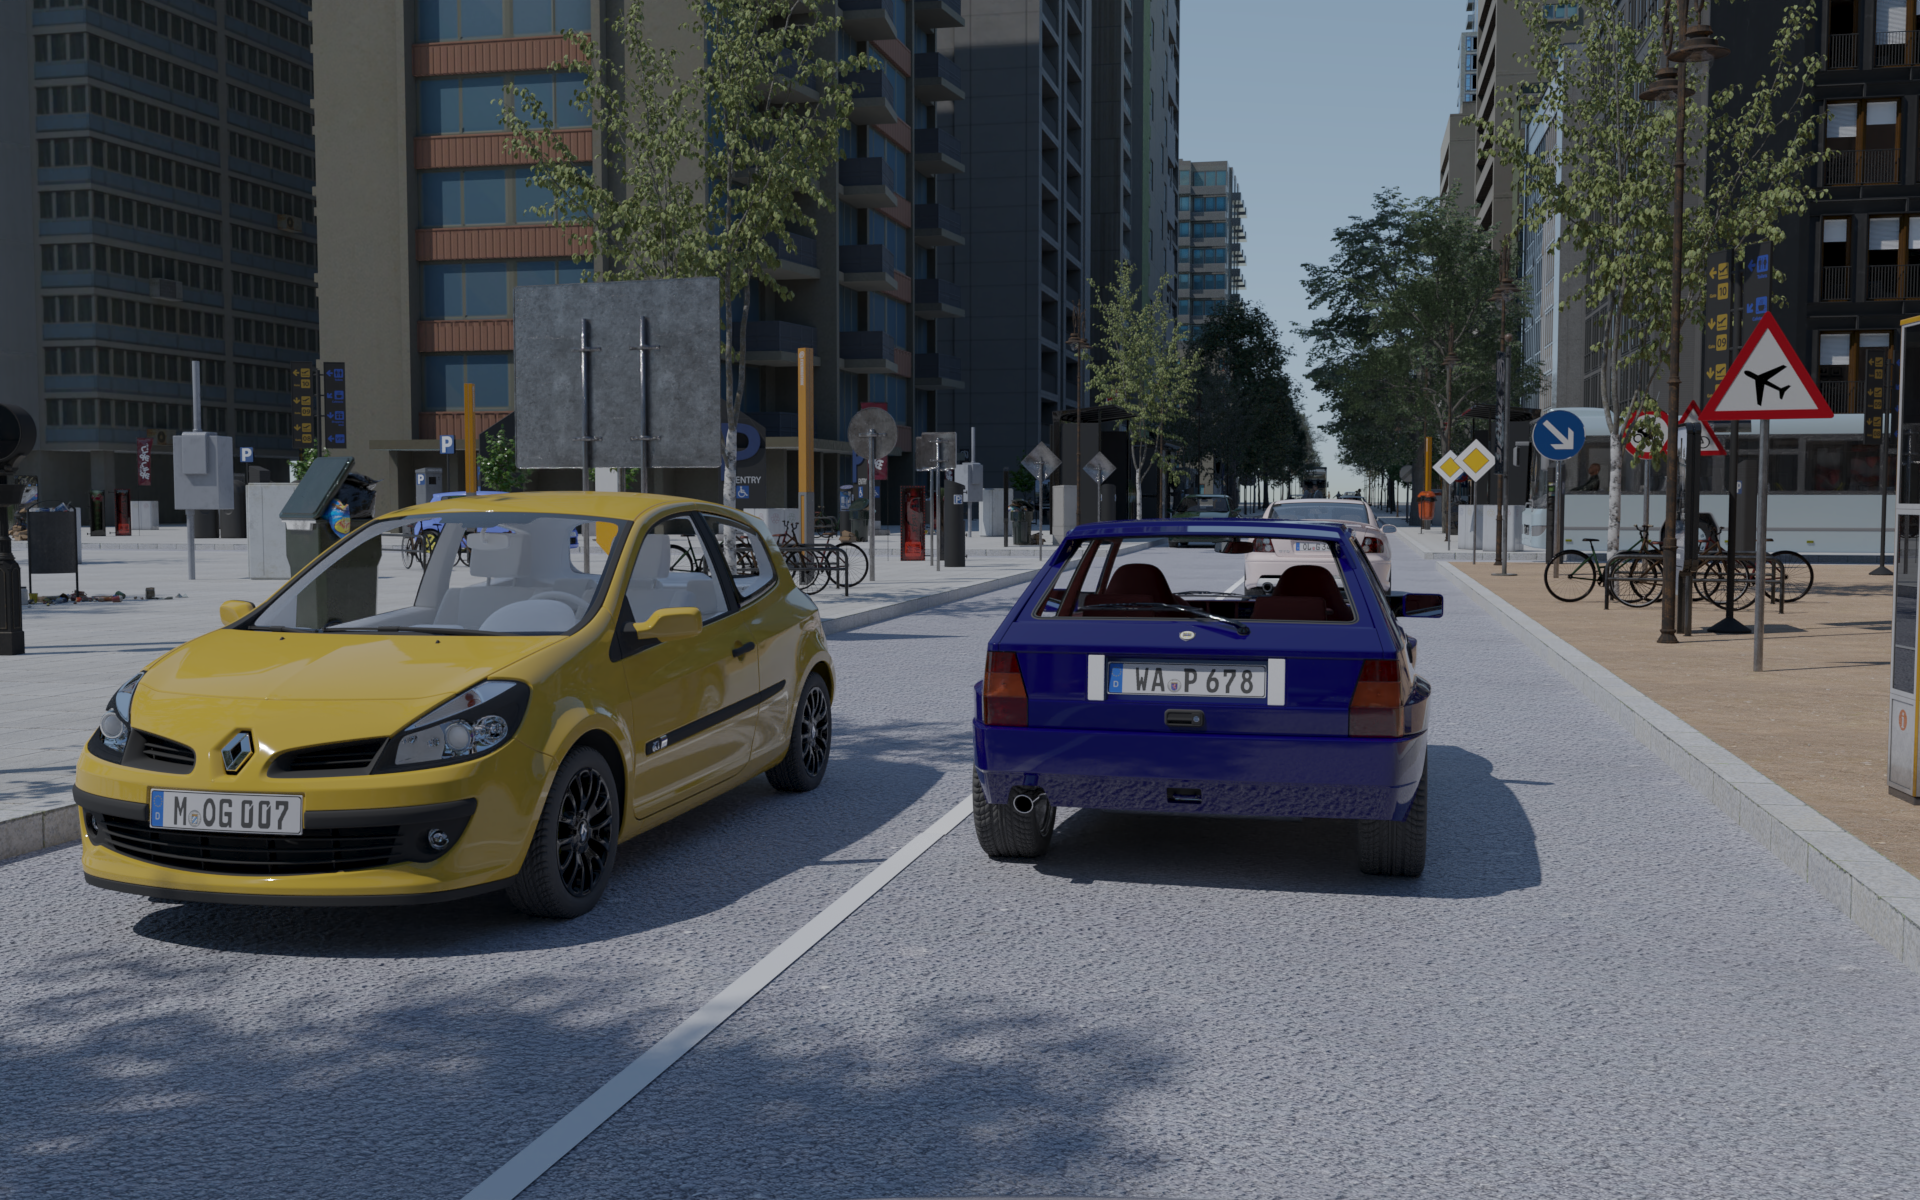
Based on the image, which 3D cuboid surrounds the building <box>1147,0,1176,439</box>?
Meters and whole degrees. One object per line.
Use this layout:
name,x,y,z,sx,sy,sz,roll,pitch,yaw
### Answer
building,3.623,-34.050,145.948,28.713,52.752,27.495,1,4,13

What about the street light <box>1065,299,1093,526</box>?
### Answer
street light,2.833,-4.189,41.276,0.468,5.910,1.993,1,4,13

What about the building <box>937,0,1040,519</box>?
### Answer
building,-1.592,-40.331,97.661,20.563,71.187,20.611,1,4,13

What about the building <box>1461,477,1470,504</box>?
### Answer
building,64.101,-28.717,161.402,32.217,40.220,23.993,1,4,13

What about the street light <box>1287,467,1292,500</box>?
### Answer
street light,34.263,-12.754,181.317,0.468,5.910,1.993,1,4,13

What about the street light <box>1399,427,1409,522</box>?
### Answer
street light,20.548,-6.522,79.421,0.468,5.910,1.993,1,4,13

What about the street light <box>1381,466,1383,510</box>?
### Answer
street light,29.721,-9.023,120.314,0.468,5.910,1.993,1,4,13

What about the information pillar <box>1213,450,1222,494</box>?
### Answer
information pillar,13.688,-6.171,92.248,0.504,3.616,0.183,-2,4,-24

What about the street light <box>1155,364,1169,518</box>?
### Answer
street light,6.790,-5.232,58.336,0.468,5.910,1.993,1,4,13

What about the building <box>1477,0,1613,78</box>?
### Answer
building,53.434,-31.591,140.210,21.300,48.544,21.600,1,4,13

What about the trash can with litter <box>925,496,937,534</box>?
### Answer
trash can with litter,-0.768,-2.755,56.109,1.678,1.210,2.233,2,4,31

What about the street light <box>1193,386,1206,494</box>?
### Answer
street light,10.293,-6.226,74.575,0.468,5.910,1.993,1,4,13

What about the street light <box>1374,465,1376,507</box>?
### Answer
street light,37.107,-11.053,153.504,0.468,5.910,1.993,1,4,13

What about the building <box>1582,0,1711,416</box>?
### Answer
building,36.818,-17.372,77.541,14.314,27.812,24.014,1,4,13

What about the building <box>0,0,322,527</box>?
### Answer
building,-43.354,-23.439,75.103,23.993,40.220,32.217,1,4,13

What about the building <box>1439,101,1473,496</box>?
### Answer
building,69.125,-35.778,208.675,21.300,48.544,21.600,1,4,13

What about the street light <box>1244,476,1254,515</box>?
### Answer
street light,17.746,-8.229,107.337,0.468,5.910,1.993,1,4,13

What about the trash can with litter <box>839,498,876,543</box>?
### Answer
trash can with litter,-2.741,-2.114,45.950,0.624,1.170,1.055,2,4,29

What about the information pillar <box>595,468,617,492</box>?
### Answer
information pillar,-5.151,-2.088,25.491,0.504,3.616,0.183,2,4,29

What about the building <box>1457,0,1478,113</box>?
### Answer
building,75.896,-56.291,233.036,22.319,86.520,31.000,1,4,13

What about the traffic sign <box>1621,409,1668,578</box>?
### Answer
traffic sign,10.100,-1.551,25.469,0.768,2.556,0.104,1,4,18

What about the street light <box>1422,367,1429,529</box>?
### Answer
street light,16.935,-5.521,63.052,0.468,5.910,1.993,1,4,13

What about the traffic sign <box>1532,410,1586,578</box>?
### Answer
traffic sign,9.085,-1.603,26.320,0.768,2.556,0.104,1,4,22

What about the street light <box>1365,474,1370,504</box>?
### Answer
street light,48.064,-14.068,202.798,0.468,5.910,1.993,1,4,13

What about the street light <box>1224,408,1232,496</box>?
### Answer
street light,14.087,-7.238,91.132,0.468,5.910,1.993,1,4,13

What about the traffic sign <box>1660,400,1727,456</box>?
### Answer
traffic sign,10.134,-1.469,24.017,0.884,2.594,0.081,1,4,21

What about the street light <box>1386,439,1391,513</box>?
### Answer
street light,27.949,-8.520,112.085,0.468,5.910,1.993,1,4,13

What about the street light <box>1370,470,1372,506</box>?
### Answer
street light,40.707,-12.048,169.778,0.468,5.910,1.993,1,4,13

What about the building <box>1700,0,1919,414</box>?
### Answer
building,30.534,-13.375,48.359,15.834,23.373,12.332,1,4,13

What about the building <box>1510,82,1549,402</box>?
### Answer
building,46.476,-21.531,123.730,14.160,30.474,14.107,1,4,13

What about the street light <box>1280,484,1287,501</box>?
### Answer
street light,30.565,-11.750,164.897,0.468,5.910,1.993,1,4,13

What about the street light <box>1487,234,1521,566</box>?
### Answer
street light,9.684,-3.558,30.963,0.468,5.910,1.993,1,4,13

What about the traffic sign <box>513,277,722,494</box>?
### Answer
traffic sign,-3.317,-1.392,16.628,2.265,3.308,0.079,1,4,20

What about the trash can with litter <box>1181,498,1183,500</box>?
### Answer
trash can with litter,10.696,-4.521,85.306,0.624,1.170,1.055,3,5,39

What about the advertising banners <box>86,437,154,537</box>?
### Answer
advertising banners,-25.657,-3.473,52.964,0.090,3.025,2.074,3,5,41

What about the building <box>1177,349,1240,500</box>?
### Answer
building,21.188,-23.098,222.685,27.650,21.520,28.899,1,4,13

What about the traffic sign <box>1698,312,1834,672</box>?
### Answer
traffic sign,5.766,-0.761,12.440,0.884,2.594,0.081,1,4,22

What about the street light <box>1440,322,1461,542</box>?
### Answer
street light,13.195,-4.520,46.695,0.468,5.910,1.993,1,4,13

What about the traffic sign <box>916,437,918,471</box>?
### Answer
traffic sign,-0.500,-1.760,30.903,0.606,2.300,0.079,1,4,13

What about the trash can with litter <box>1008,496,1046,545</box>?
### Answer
trash can with litter,1.667,-1.971,43.616,0.624,1.170,1.055,3,5,39

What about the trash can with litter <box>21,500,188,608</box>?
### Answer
trash can with litter,-10.356,-0.586,20.641,2.233,1.210,1.678,-3,4,-38

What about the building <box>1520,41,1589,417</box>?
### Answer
building,39.540,-17.216,99.497,12.078,24.808,19.932,1,4,13

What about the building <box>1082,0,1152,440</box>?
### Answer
building,5.908,-26.969,124.531,14.154,41.232,14.086,1,4,13

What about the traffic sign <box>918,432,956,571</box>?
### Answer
traffic sign,-0.359,-1.626,28.720,0.606,2.300,0.079,1,4,20

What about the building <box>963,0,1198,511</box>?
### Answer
building,12.790,-44.630,167.950,20.563,71.187,20.611,1,4,13

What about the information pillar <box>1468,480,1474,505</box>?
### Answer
information pillar,26.819,-5.276,90.756,0.304,2.012,0.304,-1,4,-10

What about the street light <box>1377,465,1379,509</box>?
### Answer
street light,33.454,-10.062,137.299,0.468,5.910,1.993,1,4,13

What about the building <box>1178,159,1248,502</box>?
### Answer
building,29.734,-38.595,250.630,23.786,49.044,30.456,1,4,13

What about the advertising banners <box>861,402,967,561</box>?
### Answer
advertising banners,-0.874,-2.257,33.090,2.074,3.025,0.090,-1,4,-14

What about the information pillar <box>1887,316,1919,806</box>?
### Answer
information pillar,4.090,-0.165,7.188,0.304,2.012,0.304,1,4,8

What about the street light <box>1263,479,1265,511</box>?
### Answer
street light,23.203,-9.750,132.197,0.468,5.910,1.993,1,4,13

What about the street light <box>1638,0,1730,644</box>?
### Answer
street light,6.098,-2.566,14.743,0.468,5.910,1.993,1,4,13

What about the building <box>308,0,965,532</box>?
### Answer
building,-12.179,-25.243,67.344,22.147,44.769,28.867,1,4,13

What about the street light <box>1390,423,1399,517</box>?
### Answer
street light,24.264,-7.529,95.887,0.468,5.910,1.993,1,4,13
